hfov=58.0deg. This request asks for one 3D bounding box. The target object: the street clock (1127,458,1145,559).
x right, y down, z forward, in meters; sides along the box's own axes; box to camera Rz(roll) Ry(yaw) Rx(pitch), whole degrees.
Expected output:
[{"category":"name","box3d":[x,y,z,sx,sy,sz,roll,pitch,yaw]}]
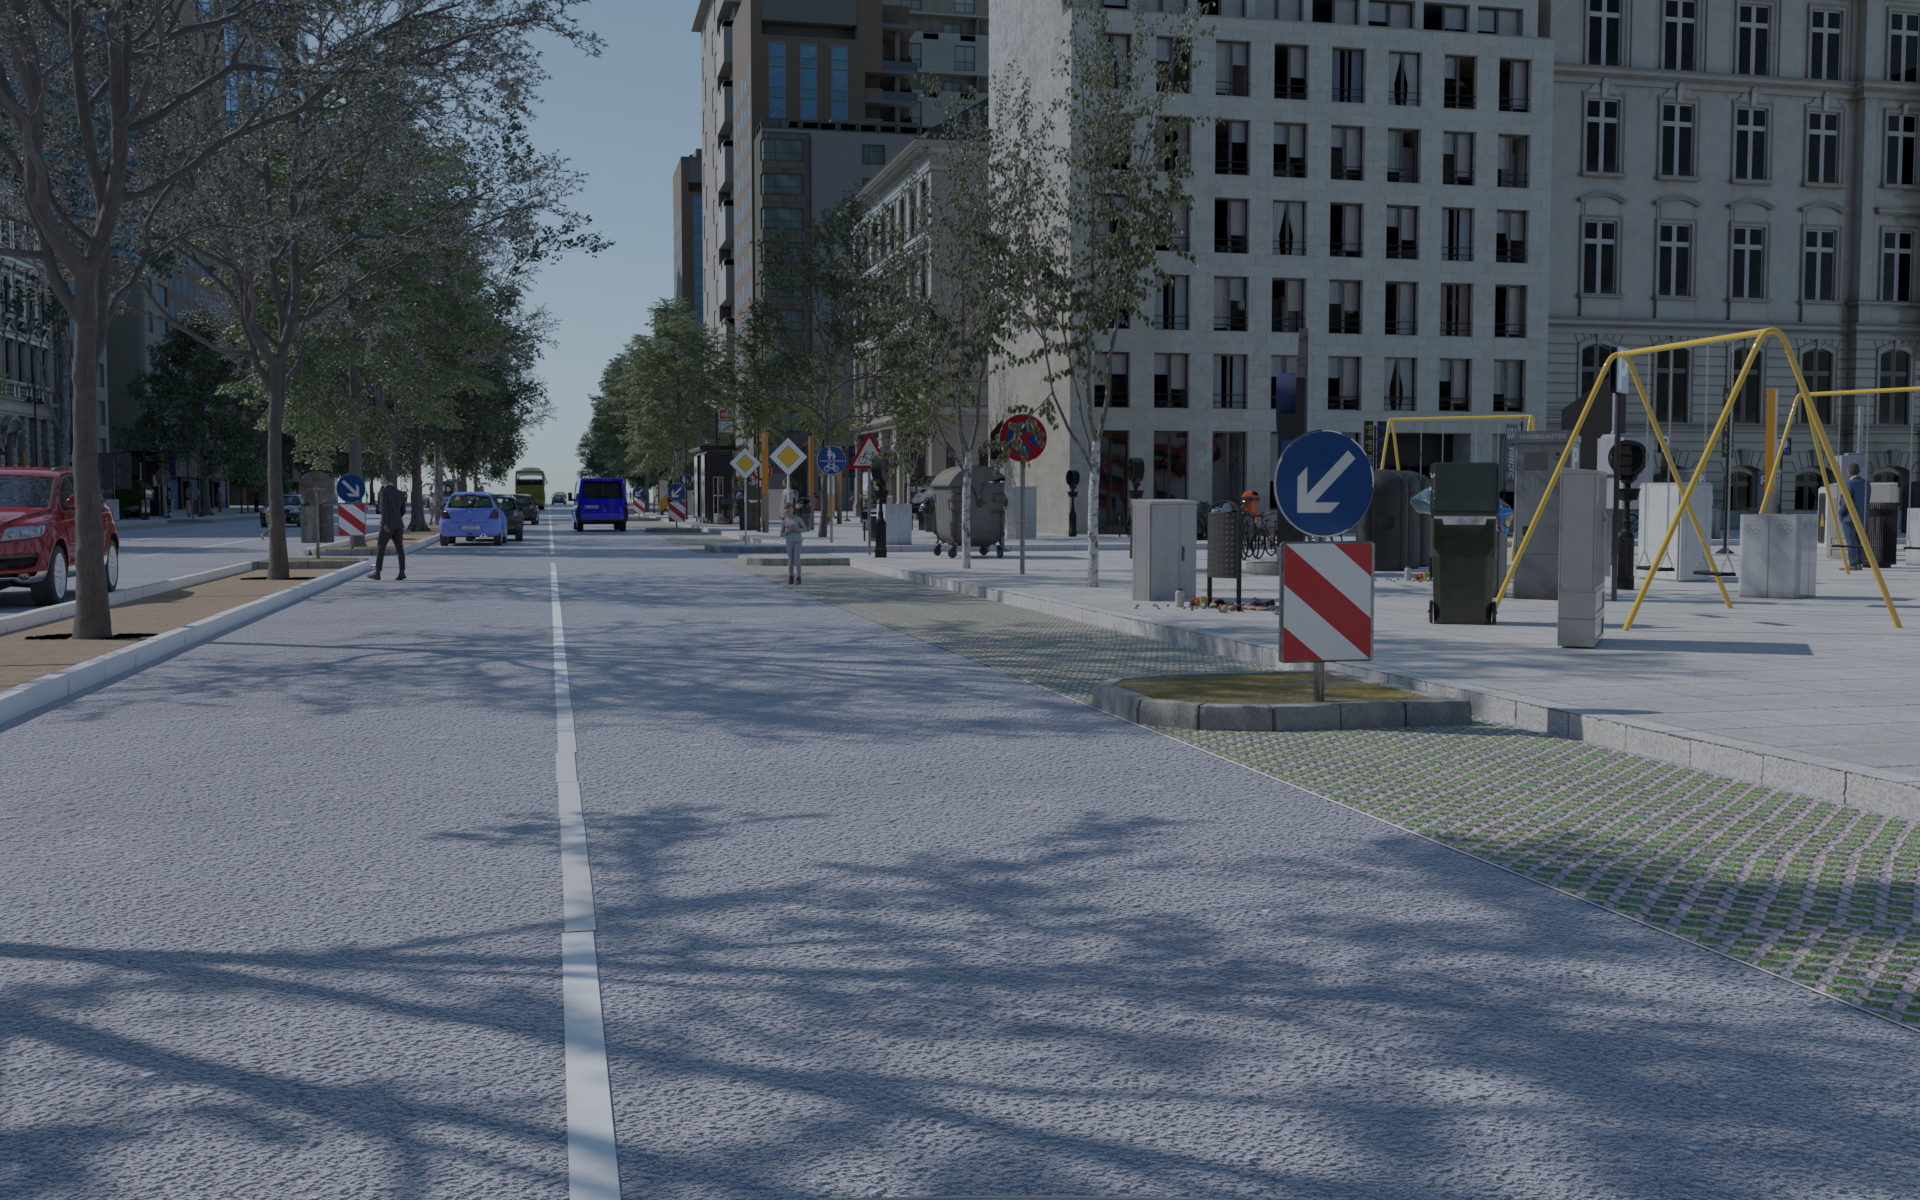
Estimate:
[{"category":"street clock","box3d":[3.482,-1.821,34.339,0.358,2.002,0.471,-1,4,-10]}]

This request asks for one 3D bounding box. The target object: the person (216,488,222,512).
[{"category":"person","box3d":[-54.127,-7.331,126.463,0.434,1.755,0.990,-1,4,-13]}]

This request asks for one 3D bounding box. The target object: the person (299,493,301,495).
[{"category":"person","box3d":[-62.268,-9.616,163.927,0.551,1.740,0.621,-2,4,-27]}]

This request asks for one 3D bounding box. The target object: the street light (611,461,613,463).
[{"category":"street light","box3d":[-38.401,-13.352,191.096,0.468,5.910,1.993,-1,4,-13]}]

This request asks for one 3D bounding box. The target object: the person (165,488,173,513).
[{"category":"person","box3d":[-55.088,-6.949,120.440,0.721,1.735,1.217,0,4,3]}]

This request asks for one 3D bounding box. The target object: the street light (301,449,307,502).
[{"category":"street light","box3d":[-53.751,-10.354,142.067,0.468,5.910,1.993,-1,4,-13]}]

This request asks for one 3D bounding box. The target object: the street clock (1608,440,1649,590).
[{"category":"street clock","box3d":[8.938,-1.140,23.210,0.471,2.002,0.358,2,4,35]}]

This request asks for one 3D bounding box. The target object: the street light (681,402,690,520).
[{"category":"street light","box3d":[-13.788,-6.999,87.218,0.468,5.910,1.993,-1,4,-13]}]

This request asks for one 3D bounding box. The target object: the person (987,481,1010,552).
[{"category":"person","box3d":[0.806,-1.981,40.871,0.794,1.824,0.713,3,5,41]}]

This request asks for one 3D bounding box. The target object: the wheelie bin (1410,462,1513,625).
[{"category":"wheelie bin","box3d":[4.981,-0.571,17.242,0.980,1.594,0.693,1,4,15]}]

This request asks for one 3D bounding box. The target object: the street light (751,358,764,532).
[{"category":"street light","box3d":[-6.806,-5.239,58.442,0.468,5.910,1.993,-1,4,-13]}]

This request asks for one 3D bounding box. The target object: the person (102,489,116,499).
[{"category":"person","box3d":[-43.099,-4.975,87.749,0.532,1.782,0.716,3,4,36]}]

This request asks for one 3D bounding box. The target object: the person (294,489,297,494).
[{"category":"person","box3d":[-74.409,-11.520,194.264,0.599,1.838,0.709,-1,4,-20]}]

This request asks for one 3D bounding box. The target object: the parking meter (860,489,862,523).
[{"category":"parking meter","box3d":[-4.229,-4.174,76.655,0.372,1.533,0.369,0,3,0]}]

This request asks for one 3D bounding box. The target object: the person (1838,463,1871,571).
[{"category":"person","box3d":[15.012,-1.396,29.057,0.721,1.800,0.419,-2,4,-32]}]

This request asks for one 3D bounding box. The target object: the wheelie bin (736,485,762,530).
[{"category":"wheelie bin","box3d":[-7.538,-3.287,61.652,0.980,1.594,0.693,-3,5,-45]}]

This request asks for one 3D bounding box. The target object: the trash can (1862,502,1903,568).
[{"category":"trash can","box3d":[15.976,-1.132,30.154,0.748,1.137,0.748,0,3,0]}]

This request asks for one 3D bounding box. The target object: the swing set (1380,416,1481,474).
[{"category":"swing set","box3d":[9.971,-2.289,35.052,3.119,2.851,2.862,2,4,31]}]

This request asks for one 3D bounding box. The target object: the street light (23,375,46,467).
[{"category":"street light","box3d":[-35.903,-5.782,67.320,0.468,5.910,1.993,-1,4,-13]}]

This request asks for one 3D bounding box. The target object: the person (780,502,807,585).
[{"category":"person","box3d":[-2.619,-0.887,27.280,0.425,1.301,0.394,0,4,-7]}]

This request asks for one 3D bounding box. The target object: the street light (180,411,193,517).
[{"category":"street light","box3d":[-42.860,-7.542,96.102,0.468,5.910,1.993,-1,4,-13]}]

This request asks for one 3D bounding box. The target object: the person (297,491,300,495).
[{"category":"person","box3d":[-63.025,-9.735,165.666,0.568,1.767,0.683,2,4,24]}]

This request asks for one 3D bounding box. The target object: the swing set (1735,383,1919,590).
[{"category":"swing set","box3d":[13.813,-1.709,25.560,2.862,2.851,3.119,-2,4,-32]}]

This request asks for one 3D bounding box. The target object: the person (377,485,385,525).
[{"category":"person","box3d":[-25.973,-4.241,77.871,0.581,1.822,0.654,1,4,22]}]

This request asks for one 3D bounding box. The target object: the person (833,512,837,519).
[{"category":"person","box3d":[-6.694,-4.891,90.286,0.640,1.303,0.475,-1,4,-16]}]

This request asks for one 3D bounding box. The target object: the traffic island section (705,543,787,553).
[{"category":"traffic island section","box3d":[-5.332,-1.297,43.485,2.009,0.180,2.903,-1,4,-13]}]

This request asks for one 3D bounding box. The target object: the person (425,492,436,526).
[{"category":"person","box3d":[-23.376,-4.008,76.621,0.503,1.515,0.523,2,4,28]}]

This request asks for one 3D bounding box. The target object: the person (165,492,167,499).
[{"category":"person","box3d":[-60.090,-7.612,130.506,0.705,1.824,1.348,0,4,4]}]

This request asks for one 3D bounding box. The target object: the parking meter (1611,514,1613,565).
[{"category":"parking meter","box3d":[11.630,-1.405,31.379,0.372,1.533,0.369,0,3,0]}]

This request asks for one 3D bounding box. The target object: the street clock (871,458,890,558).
[{"category":"street clock","box3d":[-1.597,-1.854,34.890,0.358,2.002,0.471,1,4,20]}]

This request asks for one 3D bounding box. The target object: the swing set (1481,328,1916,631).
[{"category":"swing set","box3d":[7.424,-1.238,17.862,2.862,2.851,3.119,0,4,-8]}]

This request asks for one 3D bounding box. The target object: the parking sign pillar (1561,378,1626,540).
[{"category":"parking sign pillar","box3d":[13.589,-2.978,37.160,1.447,3.967,1.447,2,4,29]}]

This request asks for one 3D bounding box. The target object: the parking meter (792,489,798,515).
[{"category":"parking meter","box3d":[-8.602,-5.005,90.246,0.372,1.533,0.369,0,3,0]}]

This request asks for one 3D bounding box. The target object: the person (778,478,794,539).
[{"category":"person","box3d":[-4.943,-2.615,49.549,0.466,1.731,0.760,1,4,13]}]

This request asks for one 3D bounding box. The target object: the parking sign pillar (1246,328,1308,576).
[{"category":"parking sign pillar","box3d":[5.312,-2.396,27.652,1.447,3.967,1.447,1,4,13]}]

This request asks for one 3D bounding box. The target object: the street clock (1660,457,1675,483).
[{"category":"street clock","box3d":[13.813,-1.790,33.841,0.358,2.002,0.471,2,4,28]}]

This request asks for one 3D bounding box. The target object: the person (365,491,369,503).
[{"category":"person","box3d":[-85.893,-14.941,251.044,0.721,1.736,1.217,-3,5,-39]}]

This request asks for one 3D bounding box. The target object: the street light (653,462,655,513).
[{"category":"street light","box3d":[-20.522,-8.762,116.054,0.468,5.910,1.993,-1,4,-13]}]

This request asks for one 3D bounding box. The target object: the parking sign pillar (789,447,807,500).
[{"category":"parking sign pillar","box3d":[-9.451,-6.865,100.708,1.447,3.967,1.447,-3,5,-44]}]

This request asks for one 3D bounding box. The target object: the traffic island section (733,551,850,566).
[{"category":"traffic island section","box3d":[-3.485,-0.822,35.715,2.009,0.180,2.903,-1,4,-13]}]

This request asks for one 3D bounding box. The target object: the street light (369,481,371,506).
[{"category":"street light","box3d":[-65.967,-13.503,193.564,0.468,5.910,1.993,-1,4,-13]}]

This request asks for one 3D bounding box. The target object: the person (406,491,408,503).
[{"category":"person","box3d":[-84.027,-15.693,263.310,0.721,1.739,1.217,-2,4,-25]}]

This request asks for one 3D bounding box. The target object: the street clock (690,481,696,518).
[{"category":"street clock","box3d":[-14.295,-5.438,93.478,0.471,2.002,0.358,-1,4,-15]}]

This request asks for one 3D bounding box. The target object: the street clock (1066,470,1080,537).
[{"category":"street clock","box3d":[3.381,-2.897,51.933,0.358,2.002,0.471,-2,4,-26]}]

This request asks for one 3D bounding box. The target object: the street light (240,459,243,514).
[{"category":"street light","box3d":[-46.722,-8.544,112.488,0.468,5.910,1.993,-1,4,-13]}]

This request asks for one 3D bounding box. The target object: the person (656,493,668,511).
[{"category":"person","box3d":[-22.215,-7.554,129.570,1.348,1.822,0.705,-2,4,-28]}]

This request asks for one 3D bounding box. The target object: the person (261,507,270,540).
[{"category":"person","box3d":[-21.128,-2.467,53.082,0.590,1.304,0.306,0,4,0]}]

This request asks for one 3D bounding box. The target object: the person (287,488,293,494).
[{"category":"person","box3d":[-50.966,-7.651,131.809,0.551,1.740,0.621,0,4,4]}]

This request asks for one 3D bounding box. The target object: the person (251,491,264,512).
[{"category":"person","box3d":[-50.851,-7.282,125.235,1.348,1.807,0.705,2,4,27]}]

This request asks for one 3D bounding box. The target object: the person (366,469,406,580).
[{"category":"person","box3d":[-9.536,-1.256,28.813,0.755,1.850,0.659,2,4,30]}]
